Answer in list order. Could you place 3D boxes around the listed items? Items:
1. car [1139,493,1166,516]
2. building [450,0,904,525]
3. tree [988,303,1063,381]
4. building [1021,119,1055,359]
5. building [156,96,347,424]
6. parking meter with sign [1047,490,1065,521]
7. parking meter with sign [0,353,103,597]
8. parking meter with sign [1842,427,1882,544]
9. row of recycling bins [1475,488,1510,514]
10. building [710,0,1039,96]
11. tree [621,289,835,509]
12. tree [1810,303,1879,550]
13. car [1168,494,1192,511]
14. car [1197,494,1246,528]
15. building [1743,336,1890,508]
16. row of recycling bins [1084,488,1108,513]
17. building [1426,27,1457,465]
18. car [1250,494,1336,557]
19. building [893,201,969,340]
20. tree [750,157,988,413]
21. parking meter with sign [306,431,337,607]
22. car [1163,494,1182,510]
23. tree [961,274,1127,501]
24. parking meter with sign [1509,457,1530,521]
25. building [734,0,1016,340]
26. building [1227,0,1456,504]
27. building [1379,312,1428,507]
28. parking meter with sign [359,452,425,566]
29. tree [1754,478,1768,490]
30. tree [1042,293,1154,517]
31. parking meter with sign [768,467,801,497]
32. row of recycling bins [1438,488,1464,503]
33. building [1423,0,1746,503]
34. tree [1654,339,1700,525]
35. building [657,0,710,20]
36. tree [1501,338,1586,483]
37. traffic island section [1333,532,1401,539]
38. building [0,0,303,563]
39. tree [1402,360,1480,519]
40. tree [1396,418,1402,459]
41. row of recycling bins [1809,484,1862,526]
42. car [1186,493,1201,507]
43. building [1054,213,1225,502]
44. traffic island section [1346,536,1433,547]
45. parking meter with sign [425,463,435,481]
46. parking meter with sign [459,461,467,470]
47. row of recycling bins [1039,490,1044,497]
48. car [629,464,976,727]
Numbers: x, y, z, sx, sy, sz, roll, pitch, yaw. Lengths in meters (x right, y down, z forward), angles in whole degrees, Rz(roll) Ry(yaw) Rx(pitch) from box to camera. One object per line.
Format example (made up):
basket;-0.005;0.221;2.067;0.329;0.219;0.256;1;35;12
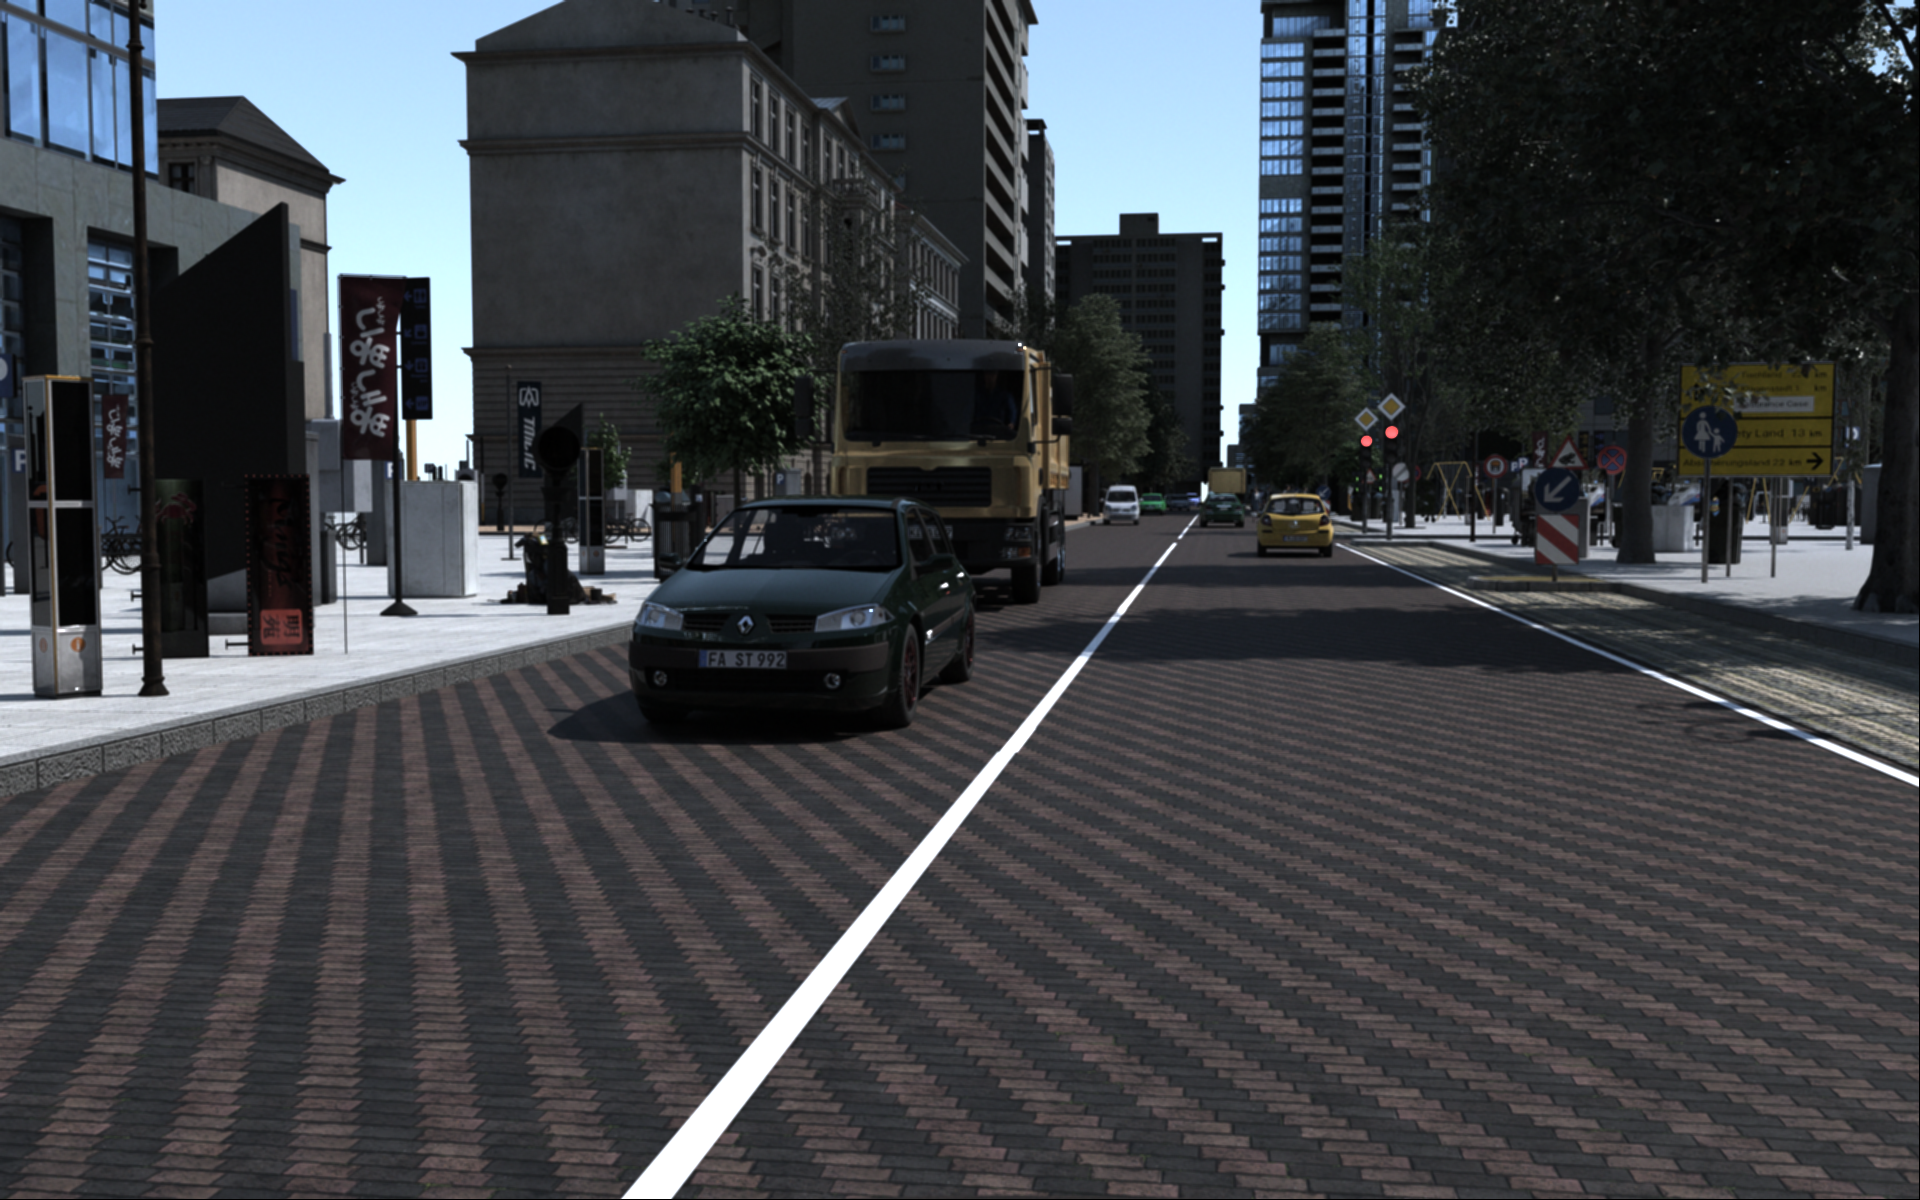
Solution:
car;12.918;-6.593;116.590;1.959;1.807;4.718;1;4;9
building;-11.443;-16.463;88.255;14.460;24.649;34.723;1;4;8
tree;1.715;-7.082;66.146;4.360;8.622;3.978;0;3;0
building;3.211;-31.080;191.747;14.086;41.232;14.154;1;4;8
building;-39.590;-13.129;79.281;19.286;19.102;10.561;1;4;8
parking meter with sign;4.411;-5.275;82.512;0.543;3.016;1.738;3;5;45
parking meter with sign;-11.863;-1.599;22.413;0.543;3.016;1.738;1;4;9
parking meter with sign;23.378;-2.925;44.091;0.543;3.016;1.738;-2;4;-25
row of recycling bins;34.598;-6.410;111.917;1.069;1.692;3.534;0;4;-4
building;-7.783;-35.565;170.732;28.713;52.752;27.495;1;4;8
tree;-3.699;-2.701;27.873;4.285;4.588;4.351;0;3;0
tree;20.222;-5.458;39.594;4.360;8.622;3.978;0;3;0
car;18.802;-8.335;148.274;2.014;1.417;4.499;0;4;7
car;11.437;-3.908;75.693;2.131;1.459;4.920;0;4;6
building;91.635;-20.042;172.726;28.899;21.520;27.650;1;4;8
row of recycling bins;8.311;-6.684;116.404;3.534;1.692;1.069;-1;4;-11
building;48.945;-28.830;154.959;14.154;41.232;14.086;1;4;8
car;7.852;-1.868;40.760;2.015;1.641;3.980;1;4;10
building;-6.598;-17.103;115.792;11.583;22.565;21.152;1;4;8
tree;-2.310;-5.308;37.154;4.360;8.622;3.978;0;3;0
parking meter with sign;-7.493;-1.421;19.492;0.543;3.016;1.738;0;4;-4
car;19.174;-8.877;156.937;2.131;1.459;4.920;1;4;9
tree;3.667;-8.514;73.619;7.601;10.594;8.767;2;4;32
parking meter with sign;26.374;-5.229;81.761;0.543;3.016;1.738;2;4;31
building;-7.140;-31.903;145.317;21.300;48.544;21.600;1;4;8
building;51.619;-56.159;230.874;31.000;86.520;22.319;1;4;8
building;58.106;-20.236;175.900;27.650;21.520;28.899;1;4;8
parking meter with sign;-10.392;-2.136;31.192;1.738;3.016;0.543;3;5;43
tree;46.288;-9.018;97.801;4.737;8.622;4.395;0;3;0
tree;7.369;-11.030;98.464;7.486;12.596;7.792;0;3;0
parking meter with sign;-4.846;-3.234;49.142;0.543;3.016;1.738;3;4;37
row of recycling bins;35.491;-7.022;121.917;3.534;1.692;1.069;1;4;12
building;48.741;-42.705;136.476;20.563;71.187;20.611;1;4;8
tree;28.499;-7.119;66.765;4.360;8.622;3.978;0;3;0
building;-18.242;-39.675;190.693;28.212;58.520;21.231;1;4;8
tree;25.441;-7.617;74.900;4.737;8.622;4.395;0;3;0
traffic island section;13.098;-2.061;55.983;2.009;0.180;2.903;1;4;8
building;-32.787;-43.910;30.595;31.000;86.520;22.319;1;4;8
tree;25.488;-8.595;90.887;4.360;8.622;3.978;0;3;0
tree;33.726;-10.727;125.742;4.360;8.622;3.978;0;3;0
row of recycling bins;35.879;-3.879;70.530;1.069;1.692;3.534;0;4;-5
car;25.269;-10.967;188.897;1.945;1.707;3.694;0;4;7
building;24.874;-33.671;242.396;23.993;40.220;32.217;1;4;8
traffic island section;11.936;-1.578;48.083;2.009;0.180;2.903;1;4;8
parking meter with sign;-30.329;-6.302;99.303;0.543;3.016;1.738;-1;4;-13
parking meter with sign;-25.098;-5.726;89.887;1.738;3.016;0.543;2;4;23
row of recycling bins;4.163;-5.149;91.307;1.069;1.692;3.534;1;4;22
car;-0.952;-0.135;12.001;2.009;1.686;4.222;1;4;8
